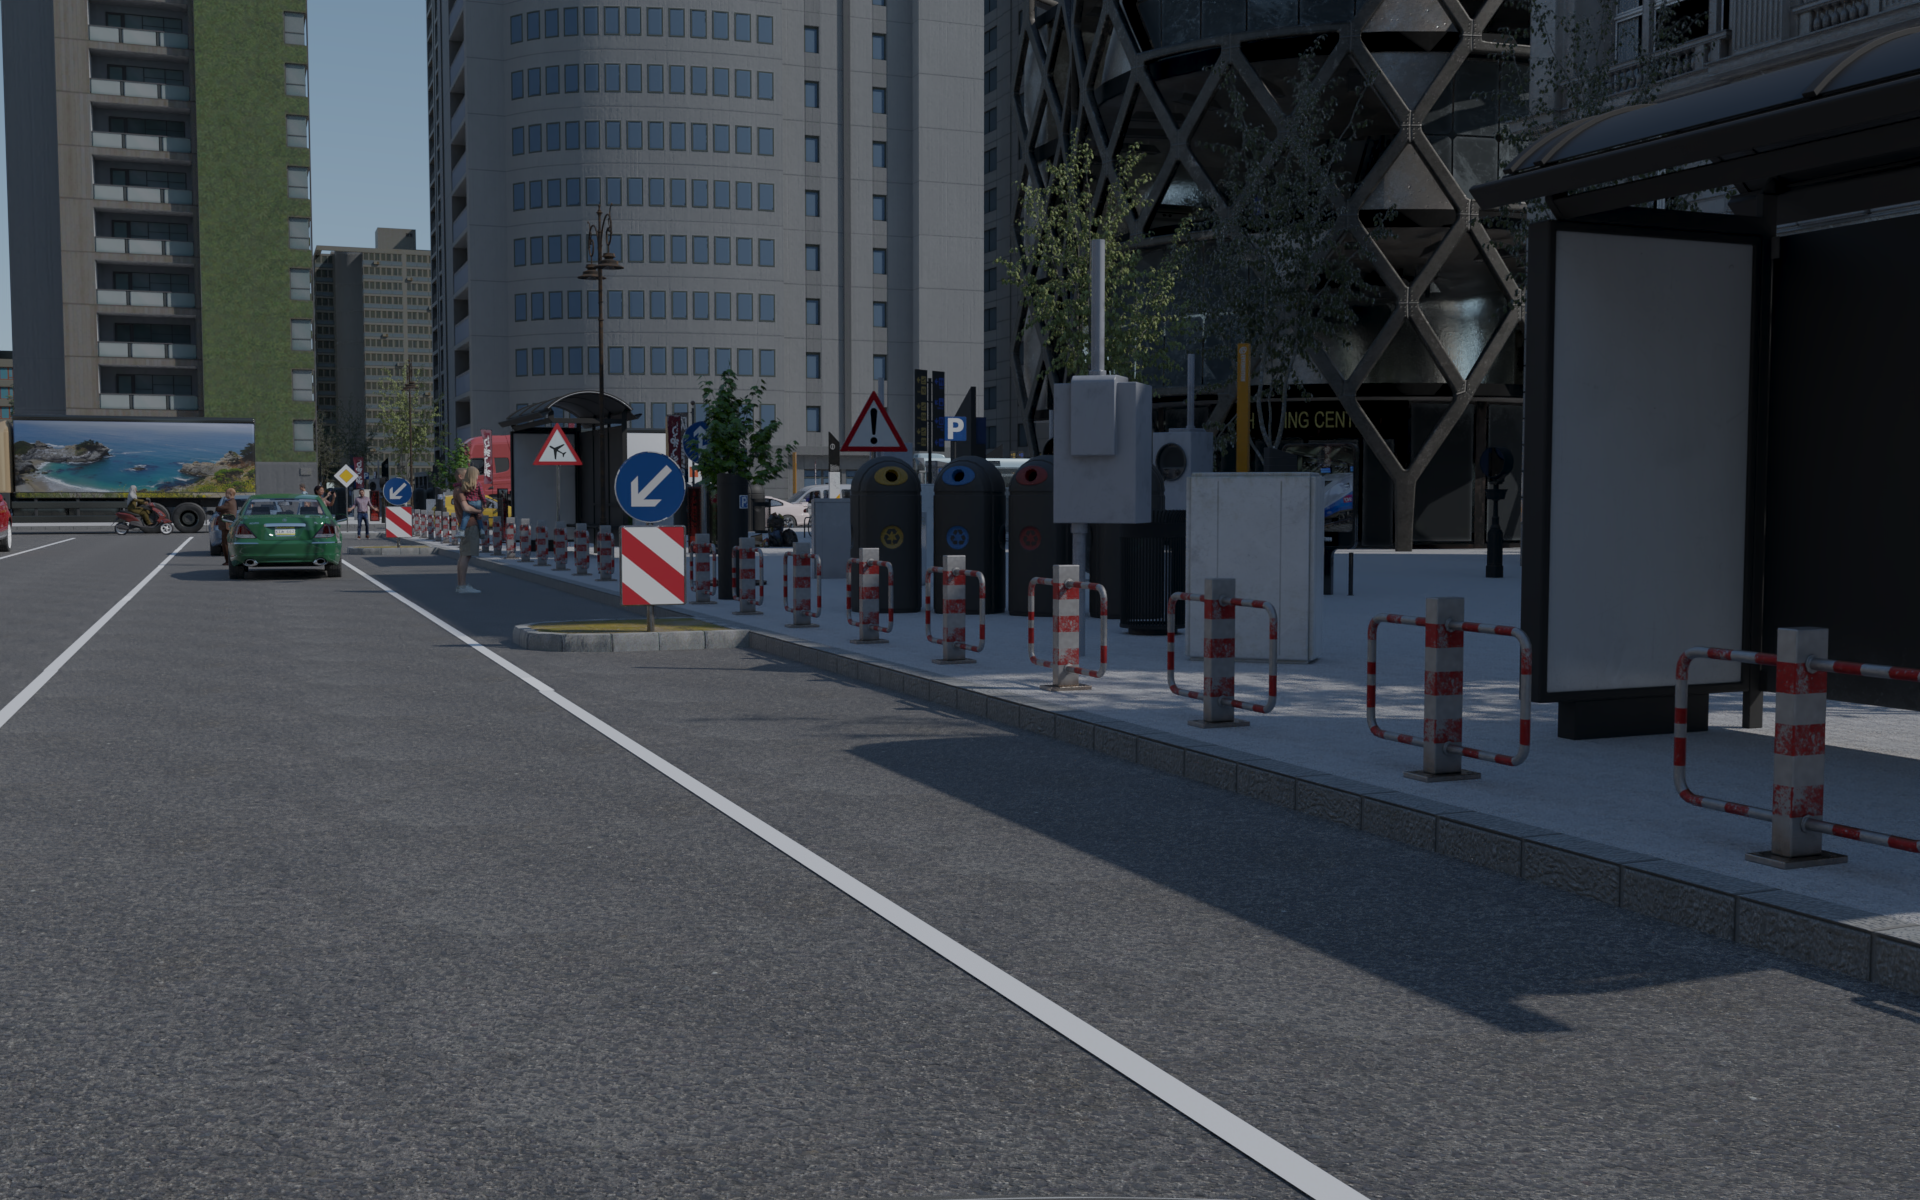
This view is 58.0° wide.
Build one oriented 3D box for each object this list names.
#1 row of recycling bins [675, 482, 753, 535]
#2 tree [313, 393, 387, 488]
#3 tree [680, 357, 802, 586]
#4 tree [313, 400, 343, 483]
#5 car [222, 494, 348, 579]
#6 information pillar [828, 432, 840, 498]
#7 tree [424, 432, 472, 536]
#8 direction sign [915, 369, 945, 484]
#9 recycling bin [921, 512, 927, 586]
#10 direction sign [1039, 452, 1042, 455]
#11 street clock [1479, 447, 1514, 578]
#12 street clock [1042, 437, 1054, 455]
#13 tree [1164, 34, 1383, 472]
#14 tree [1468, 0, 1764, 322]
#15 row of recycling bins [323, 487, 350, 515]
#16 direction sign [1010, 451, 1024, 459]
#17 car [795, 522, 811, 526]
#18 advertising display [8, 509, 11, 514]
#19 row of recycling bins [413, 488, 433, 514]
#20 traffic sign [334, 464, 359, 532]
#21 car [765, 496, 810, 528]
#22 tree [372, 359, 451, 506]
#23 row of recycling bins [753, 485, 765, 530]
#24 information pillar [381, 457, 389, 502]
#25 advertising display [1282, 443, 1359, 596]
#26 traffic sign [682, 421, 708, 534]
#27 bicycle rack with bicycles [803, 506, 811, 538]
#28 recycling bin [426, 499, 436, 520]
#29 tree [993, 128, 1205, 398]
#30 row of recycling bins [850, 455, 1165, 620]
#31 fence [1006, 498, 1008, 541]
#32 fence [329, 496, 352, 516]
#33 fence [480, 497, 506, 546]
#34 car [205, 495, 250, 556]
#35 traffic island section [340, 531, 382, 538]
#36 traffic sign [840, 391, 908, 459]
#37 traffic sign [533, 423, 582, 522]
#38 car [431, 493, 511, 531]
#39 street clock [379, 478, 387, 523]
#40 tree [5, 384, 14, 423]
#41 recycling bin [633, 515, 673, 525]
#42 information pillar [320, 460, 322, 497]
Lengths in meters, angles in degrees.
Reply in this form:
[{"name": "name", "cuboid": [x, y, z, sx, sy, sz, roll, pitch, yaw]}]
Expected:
[{"name": "row of recycling bins", "cuboid": [-8.356, -2.887, 54.309, 3.534, 1.692, 1.069, 2, 4, 25]}, {"name": "tree", "cuboid": [-44.108, -10.764, 126.359, 4.360, 8.622, 3.978, 0, 3, 0]}, {"name": "tree", "cuboid": [-3.320, -1.817, 24.317, 1.663, 3.219, 1.824, 0, 3, 0]}, {"name": "tree", "cuboid": [-69.942, -16.219, 182.190, 9.611, 12.733, 9.660, 0, 3, 0]}, {"name": "car", "cuboid": [-12.009, -1.165, 30.842, 2.131, 1.459, 4.920, -1, 4, -21]}, {"name": "information pillar", "cuboid": [-4.735, -4.507, 65.042, 0.504, 3.616, 0.183, -3, 5, -40]}, {"name": "tree", "cuboid": [-15.557, -3.633, 54.003, 1.663, 3.219, 1.824, 0, 3, 0]}, {"name": "direction sign", "cuboid": [-0.552, -2.433, 31.771, 0.379, 3.537, 0.876, 3, 4, 36]}, {"name": "recycling bin", "cuboid": [-0.921, -0.713, 24.213, 0.722, 1.027, 0.722, 1, 4, 23]}, {"name": "direction sign", "cuboid": [4.431, -6.158, 92.672, 0.876, 3.537, 0.379, 3, 5, 40]}, {"name": "street clock", "cuboid": [8.197, -1.342, 26.504, 0.358, 2.002, 0.471, -2, 4, -35]}, {"name": "street clock", "cuboid": [1.287, -1.045, 21.651, 0.471, 2.002, 0.358, 2, 4, 31]}, {"name": "tree", "cuboid": [5.180, -4.791, 28.692, 4.360, 8.622, 3.978, 0, 3, 0]}, {"name": "tree", "cuboid": [8.856, -4.495, 23.851, 4.360, 8.622, 3.978, 0, 3, 0]}, {"name": "row of recycling bins", "cuboid": [-39.004, -6.199, 108.459, 1.069, 1.692, 3.534, -2, 4, -33]}, {"name": "direction sign", "cuboid": [2.997, -6.076, 91.340, 0.876, 3.537, 0.379, -3, 4, -37]}, {"name": "car", "cuboid": [-5.713, -3.953, 77.213, 3.894, 1.354, 1.945, -1, 4, -22]}, {"name": "advertising display", "cuboid": [-52.762, -5.555, 96.030, 0.123, 1.923, 0.974, -3, 4, -38]}, {"name": "row of recycling bins", "cuboid": [-34.374, -6.531, 113.894, 1.069, 1.692, 3.534, 2, 4, 34]}, {"name": "traffic sign", "cuboid": [-20.559, -3.329, 58.064, 0.795, 2.450, 0.064, -1, 4, -23]}, {"name": "car", "cuboid": [-8.181, -3.318, 66.612, 4.827, 1.381, 2.083, -2, 4, -24]}, {"name": "tree", "cuboid": [-30.502, -8.888, 95.675, 4.737, 8.622, 4.395, 0, 3, 0]}, {"name": "row of recycling bins", "cuboid": [-7.476, -3.274, 60.645, 1.069, 1.692, 3.534, -1, 4, -17]}, {"name": "information pillar", "cuboid": [-36.235, -7.214, 109.311, 0.504, 3.616, 0.183, 0, 4, 3]}, {"name": "advertising display", "cuboid": [4.576, -1.030, 22.057, 0.974, 1.923, 0.123, 2, 4, 30]}, {"name": "traffic sign", "cuboid": [-4.477, -1.846, 30.291, 0.768, 2.556, 0.104, -1, 4, -19]}, {"name": "bicycle rack with bicycles", "cuboid": [-3.606, -2.311, 51.173, 2.852, 0.926, 2.925, 1, 4, 22]}, {"name": "recycling bin", "cuboid": [-25.691, -4.431, 85.000, 0.722, 1.027, 0.722, 1, 4, 16]}, {"name": "tree", "cuboid": [2.801, -5.232, 35.903, 4.737, 8.622, 4.395, 0, 3, 0]}, {"name": "row of recycling bins", "cuboid": [0.469, -0.699, 18.547, 3.534, 1.692, 1.069, 1, 4, 19]}, {"name": "fence", "cuboid": [1.475, -2.120, 45.867, 0.480, 1.192, 2.264, -2, 4, -24]}, {"name": "fence", "cuboid": [-36.401, -5.594, 102.662, 0.480, 1.192, 2.264, 3, 5, 42]}, {"name": "fence", "cuboid": [-11.909, -2.015, 44.141, 0.480, 1.192, 2.264, 0, 4, -1]}, {"name": "car", "cuboid": [-17.128, -1.821, 41.775, 2.014, 1.417, 4.499, -1, 4, -22]}, {"name": "traffic island section", "cuboid": [-20.540, -2.194, 58.150, 2.009, 0.180, 2.903, -1, 4, -23]}, {"name": "traffic sign", "cuboid": [-1.095, -1.340, 21.906, 0.884, 2.594, 0.081, -1, 4, -17]}, {"name": "traffic sign", "cuboid": [-7.380, -1.945, 31.802, 0.884, 2.594, 0.081, -1, 4, -15]}, {"name": "car", "cuboid": [-18.762, -3.537, 68.046, 3.980, 1.641, 2.015, -1, 4, -23]}, {"name": "street clock", "cuboid": [-25.256, -4.361, 75.873, 0.358, 2.002, 0.471, 0, 4, -7]}, {"name": "tree", "cuboid": [-69.669, -13.983, 135.270, 9.857, 13.997, 8.962, 0, 3, 0]}, {"name": "recycling bin", "cuboid": [-5.833, -1.245, 32.910, 0.722, 1.027, 0.722, -1, 4, -14]}, {"name": "information pillar", "cuboid": [-44.508, -7.906, 120.614, 0.183, 3.616, 0.504, -1, 4, -19]}]
